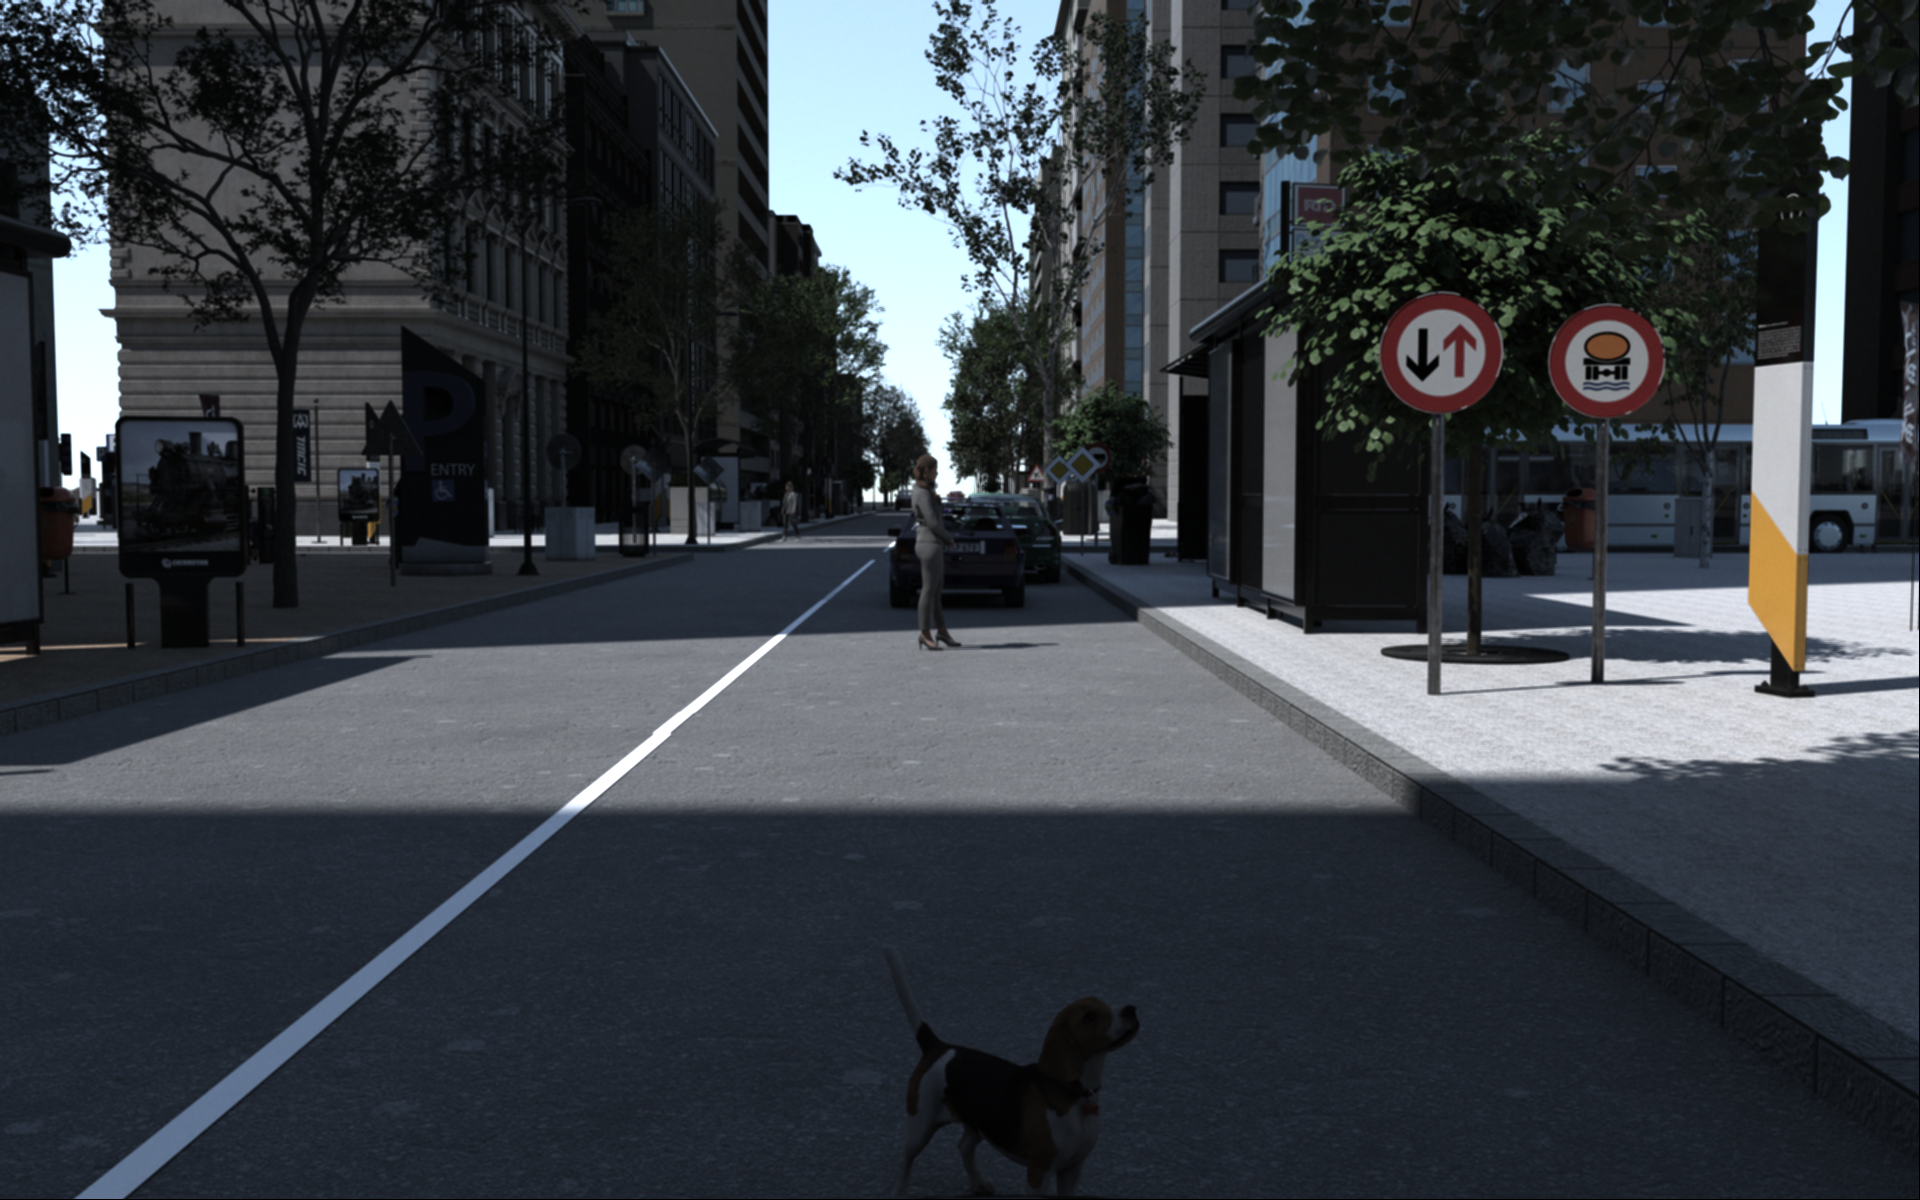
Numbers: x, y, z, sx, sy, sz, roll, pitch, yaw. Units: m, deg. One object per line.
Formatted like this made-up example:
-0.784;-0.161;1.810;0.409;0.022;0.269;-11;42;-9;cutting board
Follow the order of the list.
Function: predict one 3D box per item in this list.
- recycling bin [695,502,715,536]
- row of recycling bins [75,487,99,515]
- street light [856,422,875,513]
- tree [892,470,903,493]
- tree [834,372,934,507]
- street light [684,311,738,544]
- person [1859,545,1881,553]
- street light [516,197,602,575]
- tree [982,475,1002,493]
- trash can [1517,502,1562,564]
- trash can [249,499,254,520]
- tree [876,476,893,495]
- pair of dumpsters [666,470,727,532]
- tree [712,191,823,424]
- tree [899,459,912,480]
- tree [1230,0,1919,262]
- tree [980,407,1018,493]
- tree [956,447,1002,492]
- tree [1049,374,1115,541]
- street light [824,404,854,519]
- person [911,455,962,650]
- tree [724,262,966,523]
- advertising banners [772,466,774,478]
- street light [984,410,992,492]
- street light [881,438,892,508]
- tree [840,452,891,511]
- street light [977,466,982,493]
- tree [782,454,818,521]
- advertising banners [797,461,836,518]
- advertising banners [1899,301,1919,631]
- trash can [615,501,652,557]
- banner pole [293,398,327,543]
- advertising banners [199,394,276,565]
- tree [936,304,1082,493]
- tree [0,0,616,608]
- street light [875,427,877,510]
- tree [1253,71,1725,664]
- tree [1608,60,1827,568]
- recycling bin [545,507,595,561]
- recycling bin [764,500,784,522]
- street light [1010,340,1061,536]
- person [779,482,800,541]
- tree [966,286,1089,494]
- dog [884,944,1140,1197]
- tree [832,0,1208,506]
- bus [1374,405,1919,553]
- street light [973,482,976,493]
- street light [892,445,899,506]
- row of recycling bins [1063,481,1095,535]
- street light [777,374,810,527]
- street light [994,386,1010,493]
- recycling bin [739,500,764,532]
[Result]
-7.850;-2.470;52.931;0.722;1.027;0.722;-1;4;-9;recycling bin
-53.405;-6.074;106.419;1.069;1.692;3.534;0;4;1;row of recycling bins
-6.414;-8.496;111.451;1.470;5.913;1.316;0;4;0;street light
-8.651;-14.184;215.616;4.285;4.588;4.351;0;3;0;tree
-7.667;-16.178;174.885;12.009;13.543;11.850;0;3;0;tree
-6.334;-4.380;44.153;1.470;5.913;1.316;0;4;0;street light
21.831;-2.005;41.460;0.526;1.800;0.537;2;4;24;person
-6.305;-3.348;27.278;1.470;5.913;1.316;0;4;0;street light
3.739;-12.967;206.603;1.663;3.219;1.824;0;3;0;tree
10.139;-1.143;30.342;0.748;1.137;0.748;0;3;0;trash can
-19.294;-2.126;46.407;0.748;1.137;0.748;0;3;0;trash can
-7.398;-10.490;166.119;1.663;3.219;1.824;0;3;0;tree
-8.826;-3.398;58.047;1.574;2.255;4.437;0;4;0;pair of dumpsters
-7.755;-7.128;50.960;8.767;10.594;7.601;1;4;15;tree
-8.389;-21.073;278.961;7.601;10.594;8.767;-2;4;-35;tree
4.008;-5.313;4.992;7.486;12.596;7.792;0;3;0;tree
2.982;-11.300;135.114;4.360;8.622;3.978;0;3;0;tree
3.047;-17.429;219.369;7.601;10.594;8.767;3;4;39;tree
4.227;-3.906;47.570;4.285;4.588;4.351;0;3;0;tree
-6.280;-7.139;89.262;1.470;5.913;1.316;0;4;0;street light
-0.186;-0.439;15.952;0.573;1.790;0.520;-1;4;-22;person
-6.742;-9.231;76.687;9.928;11.665;9.643;0;3;0;tree
-11.614;-6.722;106.091;0.090;3.025;2.074;0;4;7;advertising banners
2.148;-7.556;96.087;1.470;5.913;1.316;0;4;0;street light
-6.532;-10.384;142.321;1.470;5.913;1.316;0;4;0;street light
-7.682;-9.240;134.782;4.285;4.588;4.351;0;3;0;tree
2.116;-9.577;129.127;1.470;5.913;1.316;0;4;0;street light
-7.904;-5.414;83.118;1.663;3.219;1.824;0;3;0;tree
-7.673;-5.875;92.249;2.074;3.025;0.090;0;4;-6;advertising banners
9.281;-1.239;16.453;2.074;3.025;0.090;-3;5;-41;advertising banners
-6.657;-1.449;35.347;0.748;1.137;0.748;0;3;0;trash can
-17.047;-3.381;45.295;0.863;3.779;0.401;-1;4;-16;banner pole
-12.980;-2.143;31.225;0.090;3.025;2.074;1;4;15;advertising banners
2.832;-11.480;104.708;9.611;12.733;9.660;0;3;0;tree
-7.671;-5.172;18.981;8.767;10.594;7.601;0;4;-1;tree
-6.493;-9.040;120.344;1.470;5.913;1.316;0;4;0;street light
4.042;-1.833;13.681;4.285;4.588;4.351;0;3;0;tree
12.876;-4.873;30.034;4.737;8.622;4.395;0;3;0;tree
-7.549;-1.284;33.550;0.722;1.027;0.722;1;4;18;recycling bin
-7.755;-3.610;71.578;0.722;1.027;0.722;-3;5;-39;recycling bin
2.355;-4.887;52.446;1.470;5.913;1.316;0;4;0;street light
-5.103;-2.683;52.544;0.728;1.800;0.709;-3;5;-45;person
2.765;-9.920;87.944;9.928;11.665;9.643;0;3;0;tree
0.083;0.974;3.364;0.540;0.507;0.406;1;4;8;dog
2.042;-12.781;64.866;12.611;20.169;13.585;0;3;0;tree
16.261;-2.710;39.174;13.247;3.499;2.948;0;4;-2;bus
1.870;-13.595;194.818;1.470;5.913;1.316;0;4;0;street light
-6.599;-11.718;164.133;1.470;5.913;1.316;0;4;0;street light
3.852;-2.961;55.528;1.069;1.692;3.534;0;4;7;row of recycling bins
-6.373;-5.772;66.916;1.470;5.913;1.316;0;4;0;street light
2.292;-6.222;74.275;1.470;5.913;1.316;0;4;0;street light
-7.122;-2.829;58.816;0.722;1.027;0.722;0;4;-5;recycling bin
